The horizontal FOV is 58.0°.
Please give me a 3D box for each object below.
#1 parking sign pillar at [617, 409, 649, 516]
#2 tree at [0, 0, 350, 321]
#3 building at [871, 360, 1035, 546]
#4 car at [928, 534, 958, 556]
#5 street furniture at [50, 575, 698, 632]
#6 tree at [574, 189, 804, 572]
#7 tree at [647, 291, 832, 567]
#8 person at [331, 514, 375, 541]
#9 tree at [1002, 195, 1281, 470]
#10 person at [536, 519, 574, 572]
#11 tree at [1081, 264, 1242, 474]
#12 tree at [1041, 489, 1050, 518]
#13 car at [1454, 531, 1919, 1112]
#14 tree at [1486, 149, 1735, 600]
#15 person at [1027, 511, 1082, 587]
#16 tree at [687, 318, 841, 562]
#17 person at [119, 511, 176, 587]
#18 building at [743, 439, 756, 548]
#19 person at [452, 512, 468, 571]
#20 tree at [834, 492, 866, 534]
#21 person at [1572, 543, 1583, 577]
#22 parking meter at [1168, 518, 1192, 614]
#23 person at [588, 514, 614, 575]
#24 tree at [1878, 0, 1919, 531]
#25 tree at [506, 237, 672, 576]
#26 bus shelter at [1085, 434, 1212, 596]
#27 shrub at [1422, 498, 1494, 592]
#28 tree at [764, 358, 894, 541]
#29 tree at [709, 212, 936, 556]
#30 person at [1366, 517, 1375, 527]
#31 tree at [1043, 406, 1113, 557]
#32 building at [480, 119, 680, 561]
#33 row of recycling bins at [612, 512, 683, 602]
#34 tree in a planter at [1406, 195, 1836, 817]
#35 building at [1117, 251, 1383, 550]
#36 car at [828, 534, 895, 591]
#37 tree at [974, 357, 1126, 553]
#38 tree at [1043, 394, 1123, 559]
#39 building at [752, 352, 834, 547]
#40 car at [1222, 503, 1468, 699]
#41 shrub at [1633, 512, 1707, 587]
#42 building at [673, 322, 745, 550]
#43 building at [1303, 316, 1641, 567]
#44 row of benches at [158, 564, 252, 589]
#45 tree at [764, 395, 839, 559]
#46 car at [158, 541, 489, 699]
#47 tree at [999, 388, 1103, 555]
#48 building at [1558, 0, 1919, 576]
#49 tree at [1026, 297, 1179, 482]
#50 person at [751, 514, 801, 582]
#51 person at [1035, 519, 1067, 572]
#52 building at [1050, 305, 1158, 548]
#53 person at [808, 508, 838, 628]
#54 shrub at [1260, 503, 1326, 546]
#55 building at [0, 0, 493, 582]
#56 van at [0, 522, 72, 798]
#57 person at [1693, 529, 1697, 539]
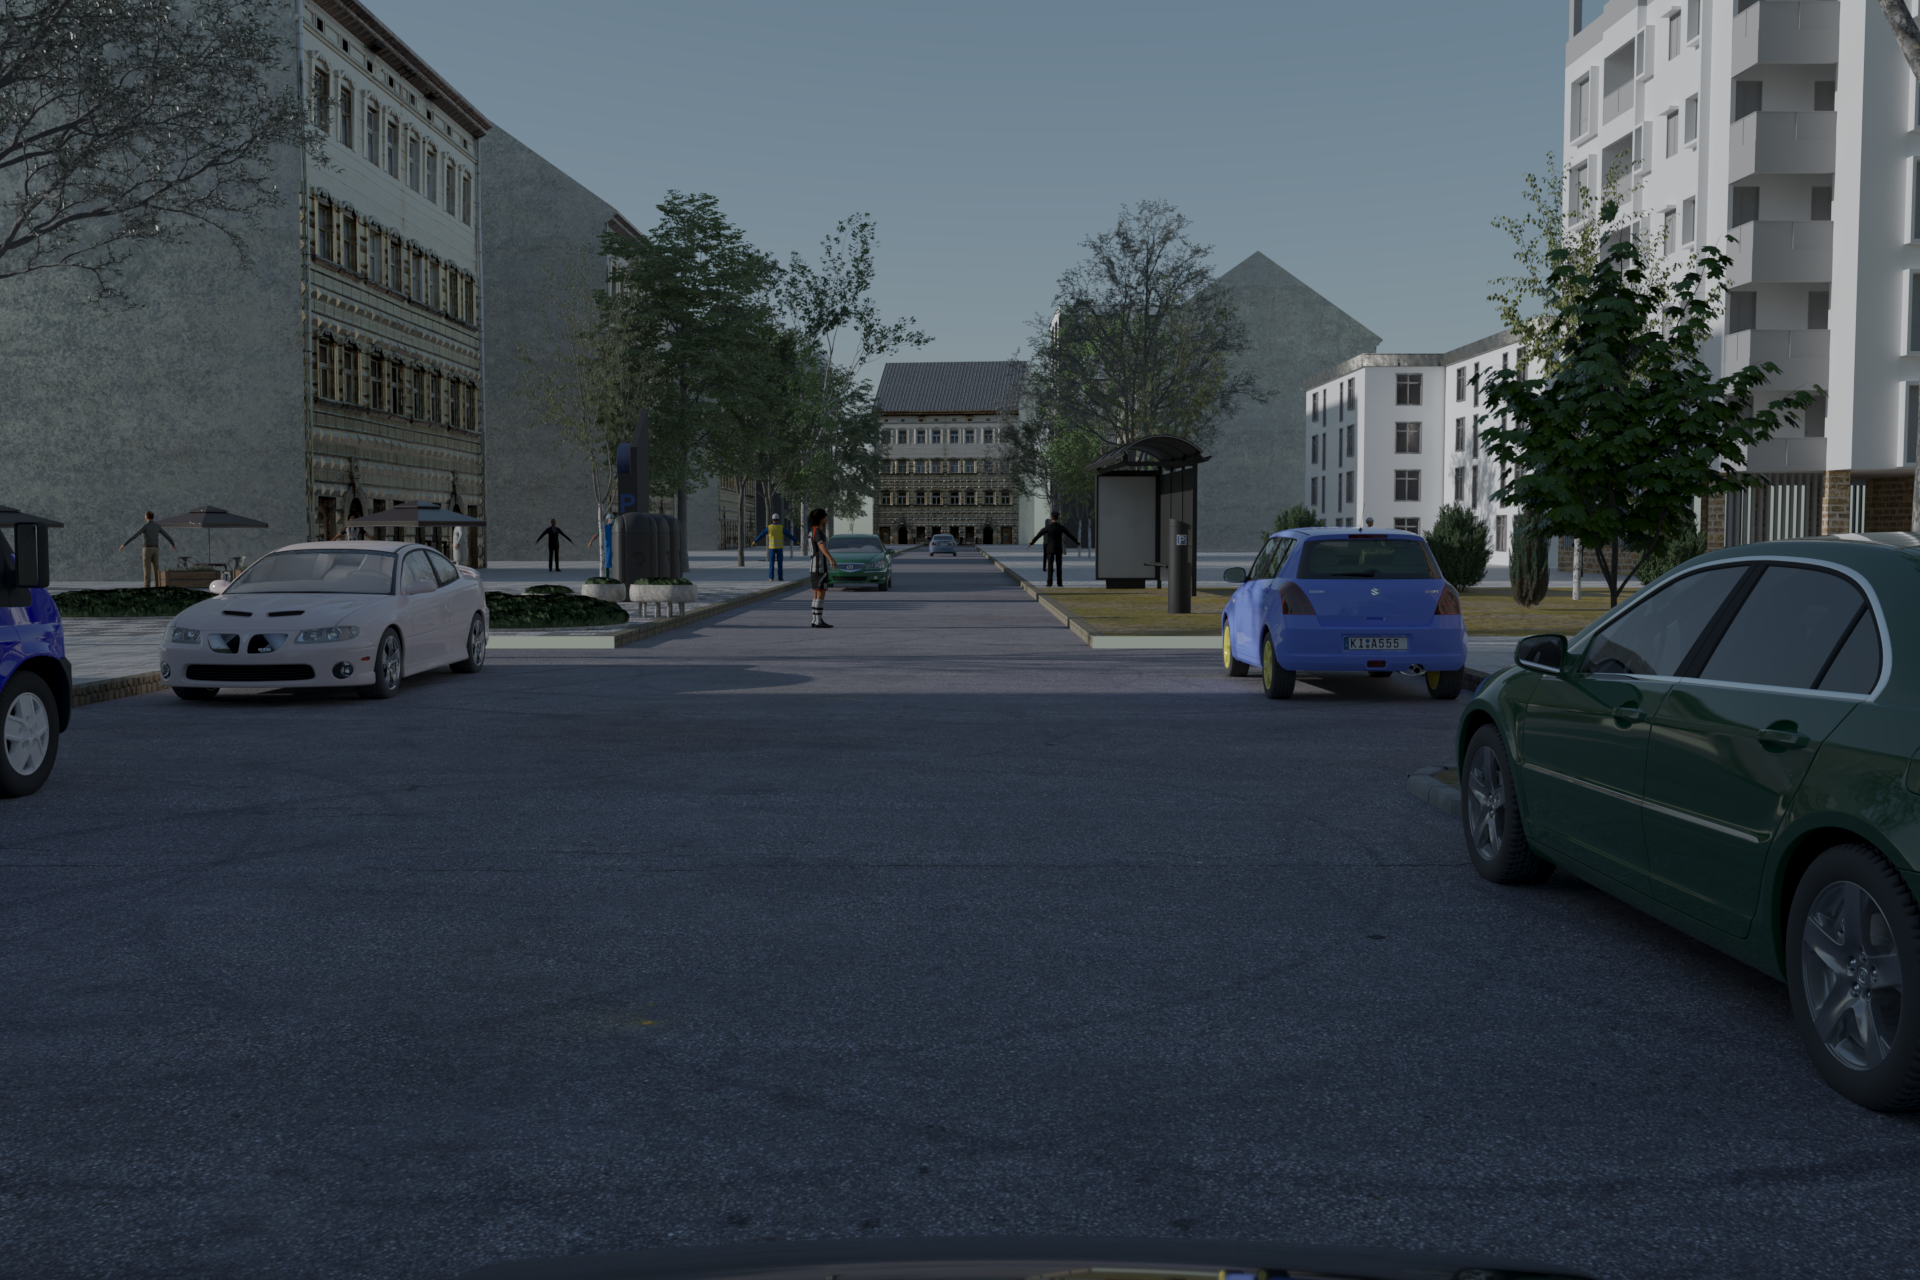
[{"bbox_3d":[-6.931,-2.954,36.775,1.447,3.967,1.447,0,4,1],"label":"parking sign pillar"},{"bbox_3d":[-12.265,-6.676,19.516,12.009,13.543,11.850,0,3,0],"label":"tree"},{"bbox_3d":[-0.468,-23.610,219.406,18.063,23.208,19.493,1,4,8],"label":"building"},{"bbox_3d":[-1.090,-6.123,112.116,2.014,1.417,4.499,0,4,0],"label":"car"},{"bbox_3d":[-8.895,-0.667,26.538,10.072,0.657,5.734,2,4,27],"label":"street furniture"},{"bbox_3d":[-9.005,-8.514,57.331,7.486,12.596,7.792,0,3,0],"label":"tree"},{"bbox_3d":[-8.805,-8.147,67.614,8.767,10.594,7.601,2,4,29],"label":"tree"},{"bbox_3d":[-16.282,-2.468,46.489,1.345,1.843,0.704,0,4,-7],"label":"person"},{"bbox_3d":[6.401,-9.315,62.669,12.009,13.543,11.850,0,3,0],"label":"tree"},{"bbox_3d":[-13.846,-3.233,59.080,1.346,1.802,0.704,-2,4,-32],"label":"person"},{"bbox_3d":[5.997,-5.911,47.011,4.360,8.622,3.978,0,3,0],"label":"tree"},{"bbox_3d":[12.607,-16.127,214.040,4.360,8.622,3.978,0,3,0],"label":"tree"},{"bbox_3d":[3.104,0.370,5.742,2.131,1.459,4.920,0,4,-1],"label":"car"},{"bbox_3d":[12.243,-5.083,33.476,4.737,8.622,4.395,0,3,0],"label":"tree"},{"bbox_3d":[2.303,-2.209,42.056,1.347,1.837,0.705,0,4,0],"label":"person"},{"bbox_3d":[-9.031,-9.511,81.253,9.928,11.665,9.643,0,3,0],"label":"tree"},{"bbox_3d":[-18.180,-1.994,38.872,0.705,1.796,1.348,2,4,33],"label":"person"},{"bbox_3d":[-29.503,-20.277,162.465,19.493,23.208,18.063,0,4,0],"label":"building"},{"bbox_3d":[-11.942,-2.144,41.239,0.705,1.806,1.347,-1,4,-20],"label":"person"},{"bbox_3d":[-13.016,-16.067,213.063,4.360,8.622,3.978,0,3,0],"label":"tree"},{"bbox_3d":[18.409,-2.800,51.560,0.705,1.856,1.354,2,4,24],"label":"person"},{"bbox_3d":[3.557,-1.200,28.035,0.372,1.533,0.369,0,3,0],"label":"parking meter"},{"bbox_3d":[-9.199,-2.421,45.713,1.347,1.817,0.704,-2,4,-33],"label":"person"},{"bbox_3d":[8.125,-9.847,16.888,12.611,20.169,13.585,0,3,0],"label":"tree"},{"bbox_3d":[-8.885,-5.688,43.361,4.360,8.622,3.978,0,3,0],"label":"tree"},{"bbox_3d":[4.024,-2.693,37.950,2.014,3.302,5.546,0,4,-2],"label":"bus shelter"},{"bbox_3d":[10.960,-2.105,38.453,1.661,2.075,1.752,0,3,0],"label":"shrub"},{"bbox_3d":[-9.398,-13.264,123.524,9.857,13.997,8.962,0,3,0],"label":"tree"},{"bbox_3d":[-7.808,-14.994,101.045,12.611,20.169,13.585,0,3,0],"label":"tree"},{"bbox_3d":[11.949,-2.675,50.194,1.216,1.772,0.721,-3,5,-42],"label":"person"},{"bbox_3d":[6.651,-8.944,96.603,4.737,8.622,4.395,0,3,0],"label":"tree"},{"bbox_3d":[-25.707,-15.854,90.140,19.493,23.208,18.063,0,4,0],"label":"building"},{"bbox_3d":[-6.099,-1.655,34.165,1.069,1.692,3.534,0,4,1],"label":"row of recycling bins"},{"bbox_3d":[3.488,-0.732,9.193,1.991,3.239,1.994,0,4,-1],"label":"tree in a planter"},{"bbox_3d":[23.154,-19.139,143.846,19.493,23.208,18.063,0,4,0],"label":"building"},{"bbox_3d":[-2.726,-2.032,45.026,2.131,1.459,4.920,0,4,0],"label":"car"},{"bbox_3d":[6.315,-12.774,119.219,12.009,13.543,11.850,0,3,0],"label":"tree"},{"bbox_3d":[6.600,-8.536,89.932,4.737,8.622,4.395,0,3,0],"label":"tree"},{"bbox_3d":[-28.938,-21.313,192.447,27.936,21.610,32.646,0,4,-1],"label":"building"},{"bbox_3d":[3.504,-0.412,16.326,1.945,1.707,3.694,0,4,0],"label":"car"},{"bbox_3d":[15.593,-2.057,38.052,1.690,2.028,1.600,0,3,0],"label":"shrub"},{"bbox_3d":[-28.259,-19.155,144.114,19.493,23.208,18.063,0,4,-1],"label":"building"},{"bbox_3d":[23.226,-8.473,80.687,9.099,9.664,28.070,0,4,0],"label":"building"},{"bbox_3d":[-14.467,-1.268,36.195,4.104,0.672,1.422,-3,4,-36],"label":"row of benches"},{"bbox_3d":[-8.400,-8.463,88.726,4.737,8.622,4.395,0,3,0],"label":"tree"},{"bbox_3d":[-5.880,-0.256,16.540,2.083,1.381,4.827,0,4,0],"label":"car"},{"bbox_3d":[6.096,-10.515,106.325,7.601,10.594,8.767,1,4,17],"label":"tree"},{"bbox_3d":[25.468,-12.267,56.988,16.016,20.090,11.380,0,3,0],"label":"building"},{"bbox_3d":[6.778,-9.169,75.665,9.928,11.665,9.643,0,3,0],"label":"tree"},{"bbox_3d":[-4.981,-2.501,46.863,1.349,1.833,0.705,0,4,-5],"label":"person"},{"bbox_3d":[3.028,-3.253,59.313,1.348,1.813,0.705,2,4,34],"label":"person"},{"bbox_3d":[22.666,-19.999,170.960,27.936,21.610,32.646,0,4,0],"label":"building"},{"bbox_3d":[-2.119,-1.091,26.437,0.704,1.843,1.345,-1,4,-17],"label":"person"},{"bbox_3d":[8.073,-2.291,41.503,1.661,2.075,1.752,0,3,0],"label":"shrub"},{"bbox_3d":[-26.845,-13.701,54.940,19.493,23.208,18.063,0,4,-1],"label":"building"},{"bbox_3d":[-6.008,-0.202,7.684,2.240,2.365,5.245,0,4,0],"label":"van"},{"bbox_3d":[17.480,-2.168,41.632,0.705,1.806,1.347,0,4,6],"label":"person"}]
